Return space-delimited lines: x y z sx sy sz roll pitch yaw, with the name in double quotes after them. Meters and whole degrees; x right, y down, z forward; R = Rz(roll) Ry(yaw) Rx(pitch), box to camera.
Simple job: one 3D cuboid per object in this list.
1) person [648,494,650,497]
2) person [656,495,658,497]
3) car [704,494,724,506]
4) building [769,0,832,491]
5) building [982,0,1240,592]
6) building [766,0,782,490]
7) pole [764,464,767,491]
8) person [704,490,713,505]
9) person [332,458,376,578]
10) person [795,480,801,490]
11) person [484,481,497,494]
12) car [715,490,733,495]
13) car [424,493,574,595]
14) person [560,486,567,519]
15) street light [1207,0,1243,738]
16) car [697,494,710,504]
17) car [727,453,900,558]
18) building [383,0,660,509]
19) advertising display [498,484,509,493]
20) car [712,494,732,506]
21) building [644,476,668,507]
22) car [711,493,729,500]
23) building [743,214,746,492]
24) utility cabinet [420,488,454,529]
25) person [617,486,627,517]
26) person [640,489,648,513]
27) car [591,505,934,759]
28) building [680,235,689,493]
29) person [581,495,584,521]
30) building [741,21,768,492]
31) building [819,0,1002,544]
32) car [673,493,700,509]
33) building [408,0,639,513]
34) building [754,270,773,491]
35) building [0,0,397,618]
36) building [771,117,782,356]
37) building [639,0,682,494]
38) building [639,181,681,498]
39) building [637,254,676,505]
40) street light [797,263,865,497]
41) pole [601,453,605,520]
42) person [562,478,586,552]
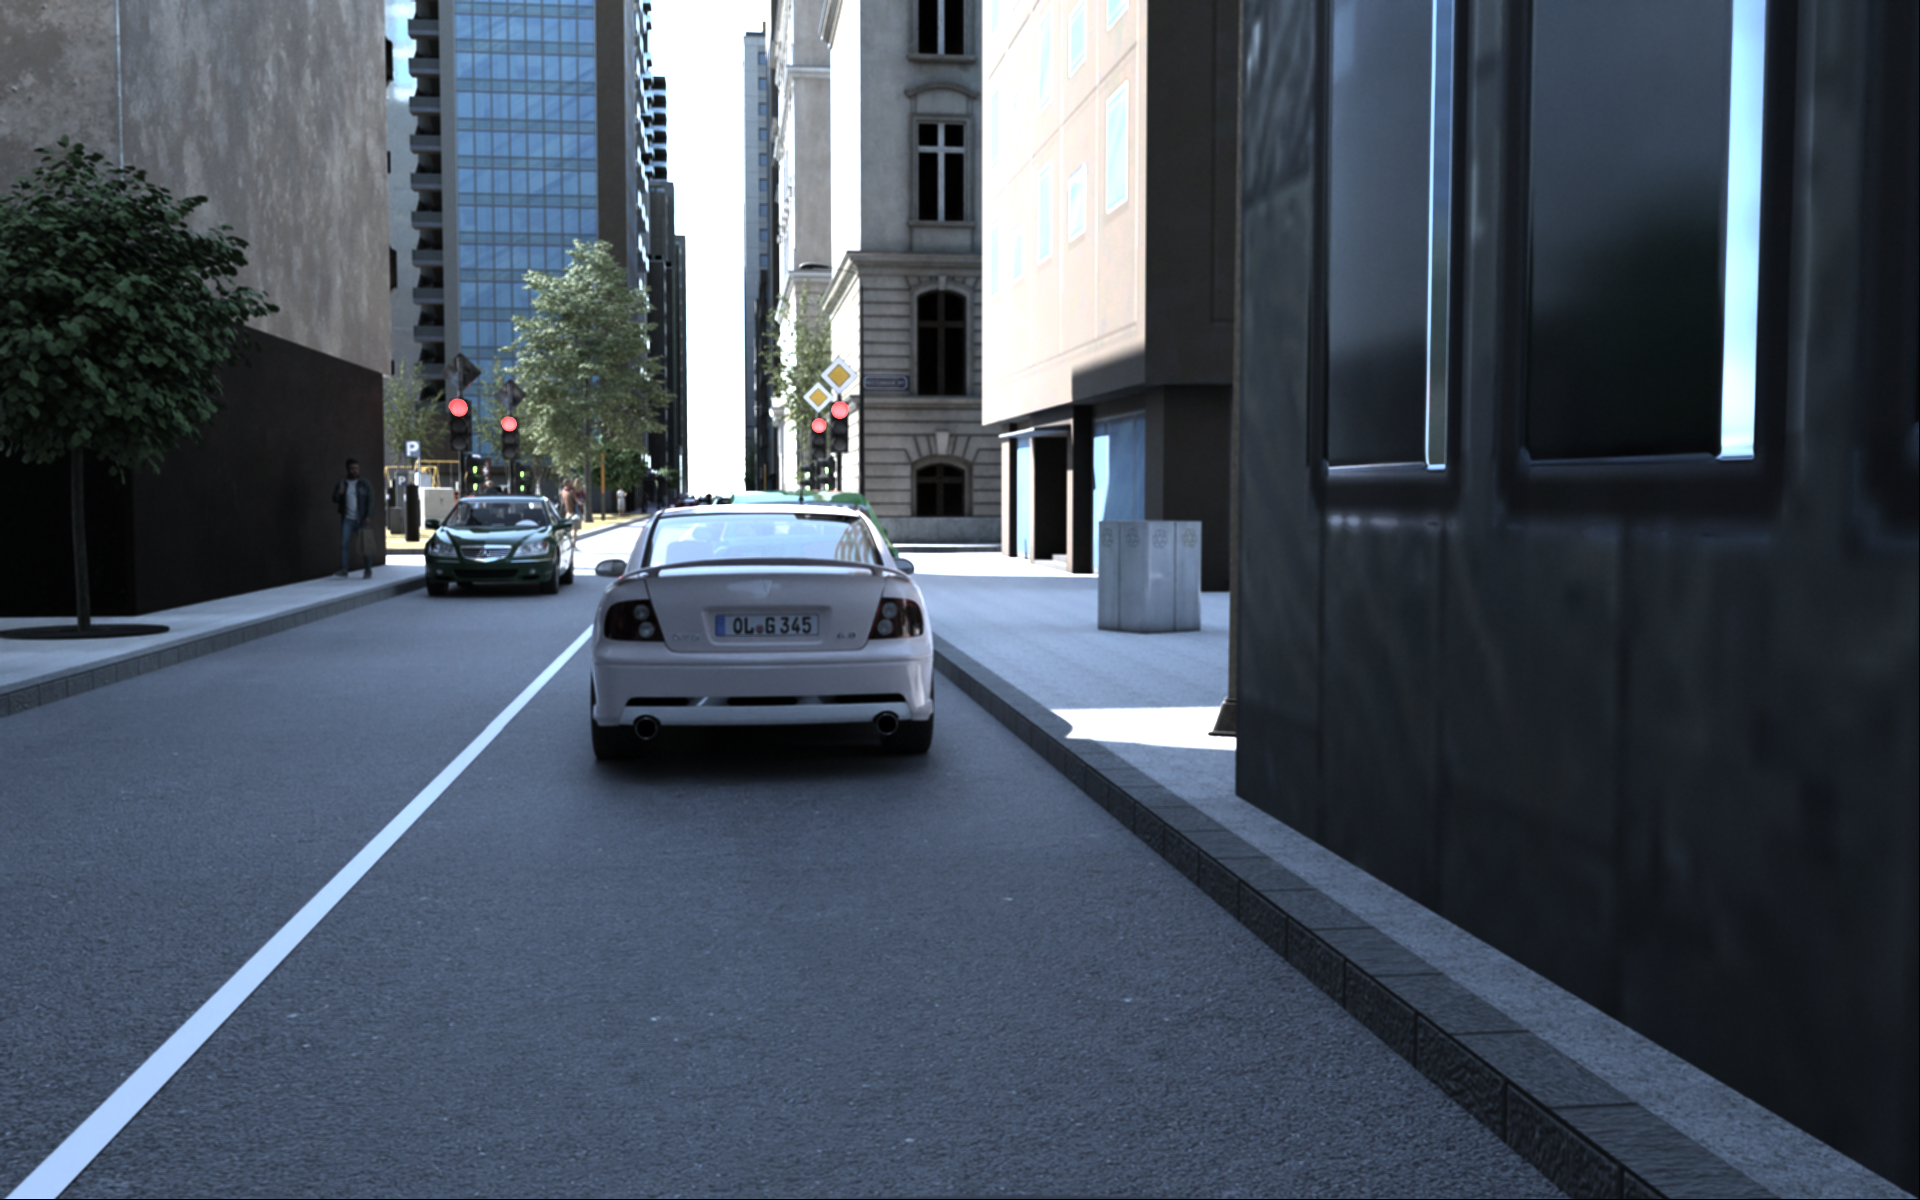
-34.012 -11.087 186.939 0.705 1.869 1.348 3 5 45 "person"
-32.351 -11.126 187.970 1.348 1.821 0.705 -1 4 -13 "person"
-9.641 -3.811 72.098 2.009 1.686 4.222 -1 4 -9 "car"
-2.376 -18.319 85.423 13.634 28.700 20.117 0 4 -8 "building"
8.244 -23.158 28.748 14.600 45.320 14.200 0 4 -8 "building"
-7.026 -29.162 126.913 14.600 45.320 14.200 0 4 -8 "building"
-13.152 -7.533 117.012 0.158 3.312 0.155 0 3 0 "pole"
-22.411 -8.908 154.693 0.990 1.755 0.434 0 4 5 "person"
-9.089 -1.229 26.116 0.794 1.824 0.713 1 4 14 "person"
-5.966 -3.514 63.338 0.795 1.843 0.661 0 4 2 "person"
-17.375 -3.536 64.282 0.534 1.772 0.576 3 4 36 "person"
-24.038 -10.338 177.703 2.281 1.827 5.304 0 4 -6 "car"
-6.890 -0.881 26.202 2.131 1.459 4.920 -1 4 -8 "car"
-16.018 -3.946 70.516 0.622 1.834 0.822 1 4 20 "person"
0.951 -2.230 9.010 1.470 5.913 1.316 0 4 -8 "street light"
-36.894 -14.653 249.360 2.009 1.686 4.222 0 4 -8 "car"
-1.602 -0.488 16.770 1.959 1.807 4.718 -1 4 -9 "car"
-37.657 -32.099 144.420 23.786 49.044 30.456 0 4 -8 "building"
-29.582 -6.580 112.791 0.123 1.923 0.974 3 5 44 "advertising display"
-5.619 -2.097 44.075 2.009 1.686 4.222 -1 4 -8 "car"
-45.480 -29.318 171.223 32.217 40.220 23.993 0 4 -8 "building"
-18.320 -7.698 134.900 2.155 1.783 4.494 0 4 -7 "car"
-23.576 -34.360 245.379 14.154 41.232 14.086 0 4 -8 "building"
-18.750 -3.273 62.187 1.173 1.500 0.318 -3 5 -45 "utility cabinet"
-18.815 -5.493 96.417 0.480 1.755 0.524 0 4 4 "person"
-21.972 -6.901 120.351 0.593 1.643 0.415 0 3 0 "person"
-1.259 0.094 10.831 2.083 1.381 4.827 0 4 -8 "car"
-48.812 -35.531 264.532 14.154 41.232 14.086 0 4 -8 "building"
-17.947 -4.357 81.953 0.373 1.253 0.362 0 4 -7 "person"
-17.417 -41.736 224.379 21.231 58.520 28.212 0 4 -8 "building"
13.467 -14.186 51.017 34.723 24.649 14.460 0 4 -8 "building"
-21.753 -7.867 137.660 2.155 1.783 4.494 -1 4 -10 "car"
-30.190 -28.876 122.234 14.600 45.320 14.200 0 4 -8 "building"
-3.579 -18.640 149.805 27.650 21.520 28.899 0 4 -8 "building"
-18.038 -9.620 24.739 16.811 18.784 16.820 0 4 -8 "building"
-4.328 -19.558 107.157 14.401 28.519 23.554 0 4 -8 "building"
-50.001 -56.701 239.740 22.319 86.520 31.000 0 4 -8 "building"
-43.179 -32.764 219.292 14.154 41.232 14.086 0 4 -8 "building"
-41.130 -26.527 205.418 14.160 30.474 14.107 0 4 -8 "building"
-2.525 -3.823 35.044 1.470 5.913 1.316 0 4 -8 "street light"
-17.332 -5.519 84.081 0.158 3.312 0.155 0 3 0 "pole"
-9.600 -2.117 43.081 0.580 1.828 0.573 -1 4 -11 "person"
